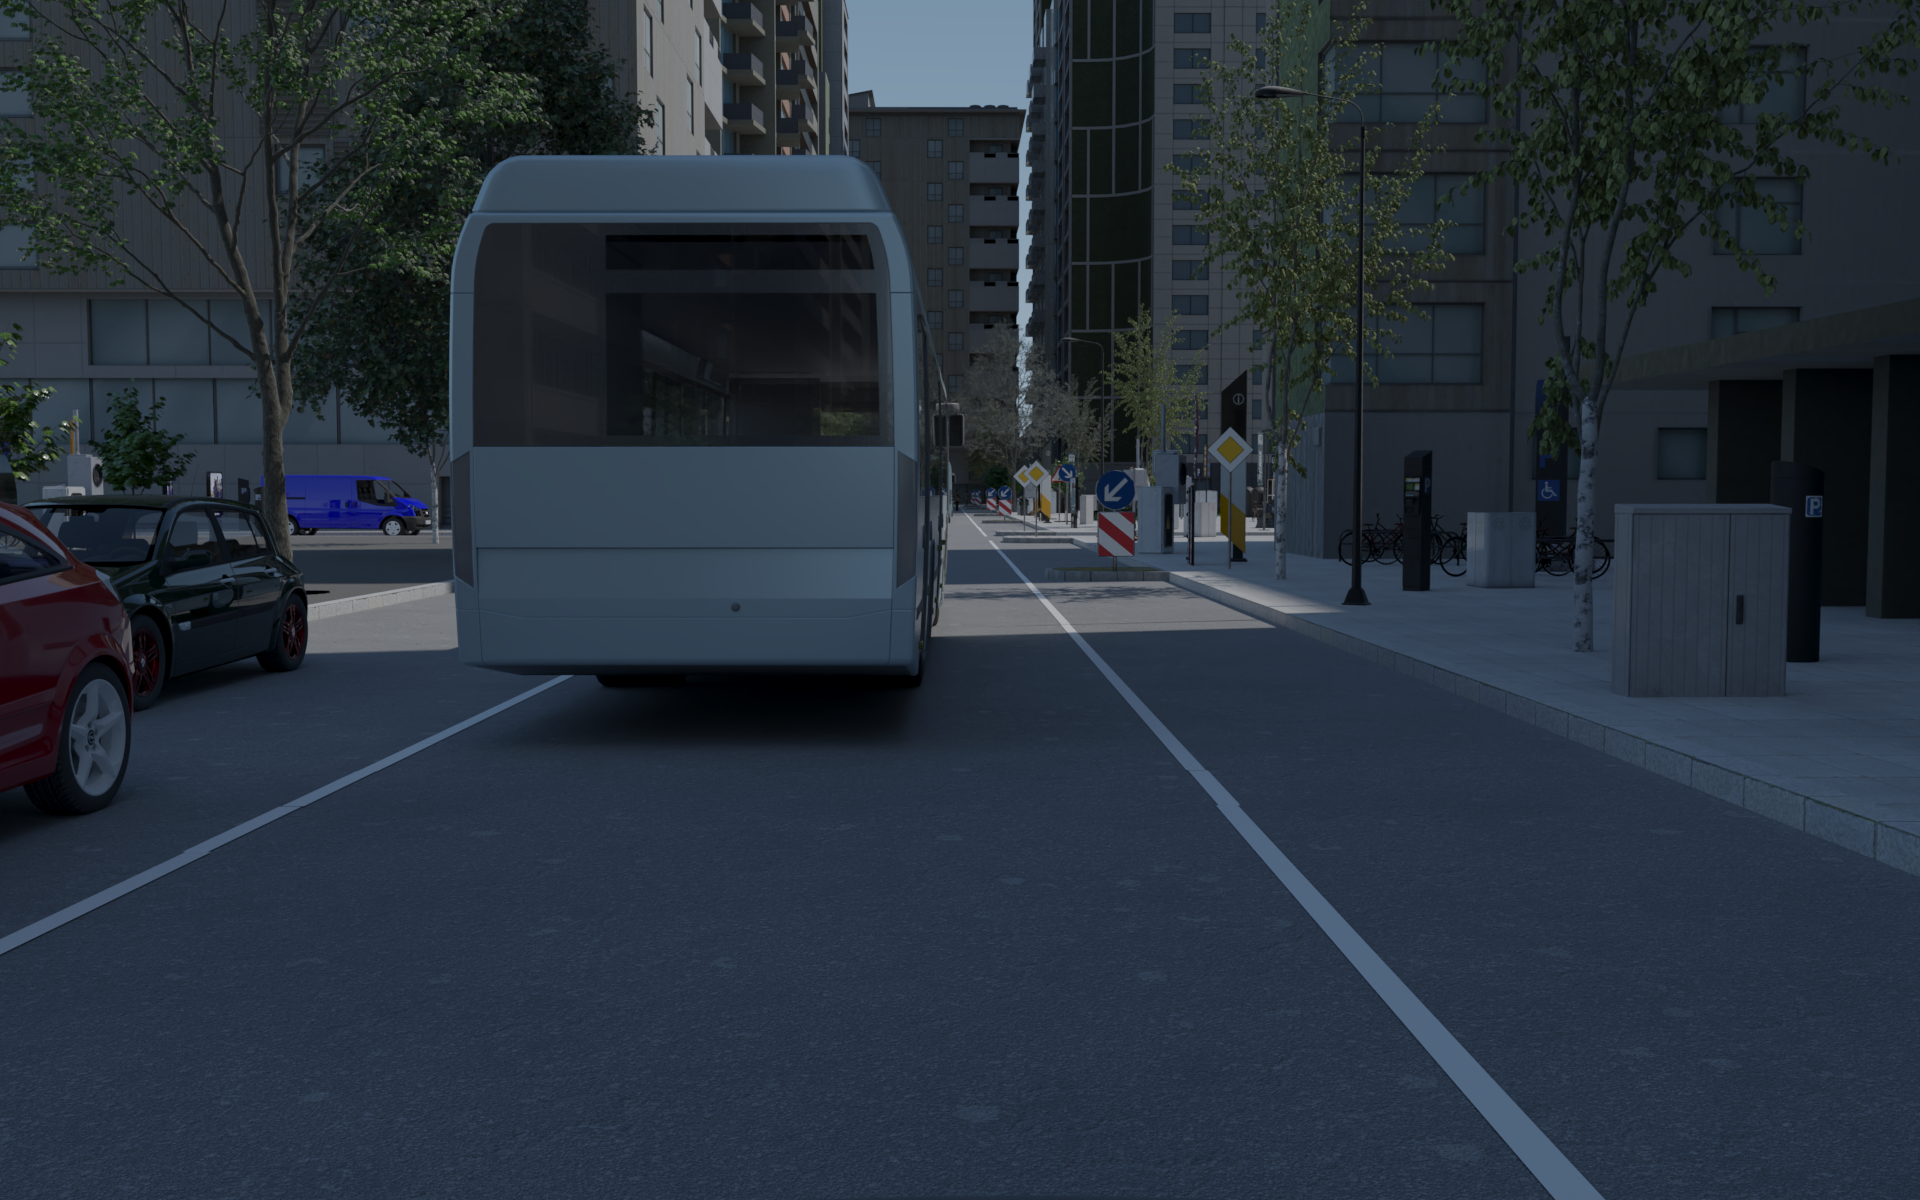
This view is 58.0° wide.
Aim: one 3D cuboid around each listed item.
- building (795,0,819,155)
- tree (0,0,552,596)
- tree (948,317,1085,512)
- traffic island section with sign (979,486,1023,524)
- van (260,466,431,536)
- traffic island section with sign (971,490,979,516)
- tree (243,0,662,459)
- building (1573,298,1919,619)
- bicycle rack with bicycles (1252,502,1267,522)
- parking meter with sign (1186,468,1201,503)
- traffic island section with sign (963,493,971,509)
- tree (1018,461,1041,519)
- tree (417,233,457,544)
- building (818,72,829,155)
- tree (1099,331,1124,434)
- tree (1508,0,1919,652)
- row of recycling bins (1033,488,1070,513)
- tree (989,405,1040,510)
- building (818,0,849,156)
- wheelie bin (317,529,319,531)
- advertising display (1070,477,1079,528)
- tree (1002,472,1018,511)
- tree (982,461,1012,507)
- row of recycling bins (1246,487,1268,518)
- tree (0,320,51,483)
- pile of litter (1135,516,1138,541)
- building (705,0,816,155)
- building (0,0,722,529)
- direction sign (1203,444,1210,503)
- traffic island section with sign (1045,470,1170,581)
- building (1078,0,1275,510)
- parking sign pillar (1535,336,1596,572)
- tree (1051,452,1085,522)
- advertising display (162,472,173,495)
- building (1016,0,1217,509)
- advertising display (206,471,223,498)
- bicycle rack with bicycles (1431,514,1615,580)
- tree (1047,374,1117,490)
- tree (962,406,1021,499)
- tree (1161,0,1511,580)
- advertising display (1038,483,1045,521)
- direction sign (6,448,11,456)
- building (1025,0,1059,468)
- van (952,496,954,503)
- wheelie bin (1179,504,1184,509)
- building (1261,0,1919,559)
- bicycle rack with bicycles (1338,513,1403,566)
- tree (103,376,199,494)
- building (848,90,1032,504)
[{"bbox_3d":[-23.201,-31.871,144.795,21.300,48.544,21.600,0,4,0],"label":"building"},{"bbox_3d":[-8.784,-5.880,21.893,9.928,11.665,9.643,0,3,0],"label":"tree"},{"bbox_3d":[3.673,-12.883,121.014,12.009,13.543,11.850,0,3,0],"label":"tree"},{"bbox_3d":[2.070,-4.665,84.903,1.989,1.847,2.006,0,4,0],"label":"traffic island section with sign"},{"bbox_3d":[-19.907,-3.172,56.253,5.245,2.365,2.240,0,4,-1],"label":"van"},{"bbox_3d":[1.893,-6.314,111.857,1.989,1.847,2.006,0,4,0],"label":"traffic island section with sign"},{"bbox_3d":[-9.523,-7.226,35.159,9.611,12.733,9.660,0,3,0],"label":"tree"},{"bbox_3d":[19.152,-21.625,8.193,22.147,44.769,28.867,0,4,0],"label":"building"},{"bbox_3d":[13.560,-4.153,81.289,2.852,0.926,2.925,2,4,28],"label":"bicycle rack with bicycles"},{"bbox_3d":[15.311,-7.359,116.572,1.738,3.016,0.543,-1,4,-11],"label":"parking meter with sign"},{"bbox_3d":[1.553,-9.350,161.493,1.989,1.847,2.006,0,4,0],"label":"traffic island section with sign"},{"bbox_3d":[4.264,-5.696,87.723,1.663,3.219,1.824,0,3,0],"label":"tree"},{"bbox_3d":[-13.349,-5.754,44.443,4.737,8.622,4.395,0,3,0],"label":"tree"},{"bbox_3d":[-19.692,-29.312,162.852,14.154,41.232,14.086,0,4,0],"label":"building"},{"bbox_3d":[7.578,-7.188,67.887,4.737,8.622,4.395,0,3,0],"label":"tree"},{"bbox_3d":[5.310,-3.887,13.918,4.737,8.622,4.395,0,3,0],"label":"tree"},{"bbox_3d":[6.352,-6.669,116.145,3.534,1.692,1.069,2,4,35],"label":"row of recycling bins"},{"bbox_3d":[4.266,-11.393,136.642,4.360,8.622,3.978,0,3,0],"label":"tree"},{"bbox_3d":[-26.895,-40.055,196.904,28.212,58.520,21.231,0,4,0],"label":"building"},{"bbox_3d":[-22.697,-3.204,60.300,0.980,1.594,0.693,-1,4,-8],"label":"wheelie bin"},{"bbox_3d":[4.280,-3.656,64.993,0.123,1.923,0.974,-1,4,-9],"label":"advertising display"},{"bbox_3d":[4.095,-8.292,130.178,1.663,3.219,1.824,0,3,0],"label":"tree"},{"bbox_3d":[3.876,-11.591,173.219,4.285,4.588,4.351,0,3,0],"label":"tree"},{"bbox_3d":[16.714,-5.337,94.370,1.069,1.692,3.534,-3,5,-41],"label":"row of recycling bins"},{"bbox_3d":[-9.351,-1.315,16.094,1.663,3.219,1.824,0,3,0],"label":"tree"},{"bbox_3d":[4.838,-2.062,47.675,1.176,0.858,1.719,2,4,35],"label":"pile of litter"},{"bbox_3d":[-21.190,-28.149,114.863,22.147,44.769,28.867,0,4,0],"label":"building"},{"bbox_3d":[-25.062,-29.671,74.358,28.713,52.752,27.495,0,4,0],"label":"building"},{"bbox_3d":[11.271,-5.334,79.209,0.379,3.537,0.876,2,4,27],"label":"direction sign"},{"bbox_3d":[2.458,-1.269,29.368,1.989,1.847,2.006,0,4,0],"label":"traffic island section with sign"},{"bbox_3d":[16.818,-43.185,144.321,20.563,71.187,20.611,0,4,0],"label":"building"},{"bbox_3d":[9.953,-2.485,29.099,1.447,3.967,1.447,1,4,23],"label":"parking sign pillar"},{"bbox_3d":[4.946,-5.180,79.288,1.663,3.219,1.824,0,3,0],"label":"tree"},{"bbox_3d":[-20.036,-2.361,43.822,0.123,1.923,0.974,-1,4,-17],"label":"advertising display"},{"bbox_3d":[16.702,-46.328,195.717,20.563,71.187,20.611,0,4,0],"label":"building"},{"bbox_3d":[-21.291,-2.709,49.501,0.123,1.923,0.974,0,4,-4],"label":"advertising display"},{"bbox_3d":[8.842,-0.808,26.592,2.925,0.926,2.852,0,4,2],"label":"bicycle rack with bicycles"},{"bbox_3d":[7.448,-9.578,106.968,4.360,8.622,3.978,0,3,0],"label":"tree"},{"bbox_3d":[4.018,-18.015,212.673,7.486,12.596,7.792,0,3,0],"label":"tree"},{"bbox_3d":[5.062,-4.616,25.833,4.737,8.622,4.395,0,3,0],"label":"tree"},{"bbox_3d":[3.938,-4.663,81.453,0.123,1.923,0.974,2,4,29],"label":"advertising display"},{"bbox_3d":[-32.731,-4.089,58.855,0.876,3.537,0.379,-2,4,-33],"label":"direction sign"},{"bbox_3d":[17.908,-33.719,170.915,23.786,49.044,30.456,0,4,0],"label":"building"},{"bbox_3d":[-1.680,-11.037,187.466,2.013,2.044,4.112,0,4,-2],"label":"van"},{"bbox_3d":[13.906,-6.219,109.593,0.693,1.594,0.980,2,4,28],"label":"wheelie bin"},{"bbox_3d":[14.123,-21.783,39.754,14.154,41.232,14.086,0,4,0],"label":"building"},{"bbox_3d":[8.204,-1.121,31.706,2.925,0.926,2.852,0,4,2],"label":"bicycle rack with bicycles"},{"bbox_3d":[-13.531,-2.061,28.301,1.663,3.219,1.824,0,3,0],"label":"tree"},{"bbox_3d":[-3.265,-39.475,234.657,27.495,52.752,28.713,0,4,0],"label":"building"}]
